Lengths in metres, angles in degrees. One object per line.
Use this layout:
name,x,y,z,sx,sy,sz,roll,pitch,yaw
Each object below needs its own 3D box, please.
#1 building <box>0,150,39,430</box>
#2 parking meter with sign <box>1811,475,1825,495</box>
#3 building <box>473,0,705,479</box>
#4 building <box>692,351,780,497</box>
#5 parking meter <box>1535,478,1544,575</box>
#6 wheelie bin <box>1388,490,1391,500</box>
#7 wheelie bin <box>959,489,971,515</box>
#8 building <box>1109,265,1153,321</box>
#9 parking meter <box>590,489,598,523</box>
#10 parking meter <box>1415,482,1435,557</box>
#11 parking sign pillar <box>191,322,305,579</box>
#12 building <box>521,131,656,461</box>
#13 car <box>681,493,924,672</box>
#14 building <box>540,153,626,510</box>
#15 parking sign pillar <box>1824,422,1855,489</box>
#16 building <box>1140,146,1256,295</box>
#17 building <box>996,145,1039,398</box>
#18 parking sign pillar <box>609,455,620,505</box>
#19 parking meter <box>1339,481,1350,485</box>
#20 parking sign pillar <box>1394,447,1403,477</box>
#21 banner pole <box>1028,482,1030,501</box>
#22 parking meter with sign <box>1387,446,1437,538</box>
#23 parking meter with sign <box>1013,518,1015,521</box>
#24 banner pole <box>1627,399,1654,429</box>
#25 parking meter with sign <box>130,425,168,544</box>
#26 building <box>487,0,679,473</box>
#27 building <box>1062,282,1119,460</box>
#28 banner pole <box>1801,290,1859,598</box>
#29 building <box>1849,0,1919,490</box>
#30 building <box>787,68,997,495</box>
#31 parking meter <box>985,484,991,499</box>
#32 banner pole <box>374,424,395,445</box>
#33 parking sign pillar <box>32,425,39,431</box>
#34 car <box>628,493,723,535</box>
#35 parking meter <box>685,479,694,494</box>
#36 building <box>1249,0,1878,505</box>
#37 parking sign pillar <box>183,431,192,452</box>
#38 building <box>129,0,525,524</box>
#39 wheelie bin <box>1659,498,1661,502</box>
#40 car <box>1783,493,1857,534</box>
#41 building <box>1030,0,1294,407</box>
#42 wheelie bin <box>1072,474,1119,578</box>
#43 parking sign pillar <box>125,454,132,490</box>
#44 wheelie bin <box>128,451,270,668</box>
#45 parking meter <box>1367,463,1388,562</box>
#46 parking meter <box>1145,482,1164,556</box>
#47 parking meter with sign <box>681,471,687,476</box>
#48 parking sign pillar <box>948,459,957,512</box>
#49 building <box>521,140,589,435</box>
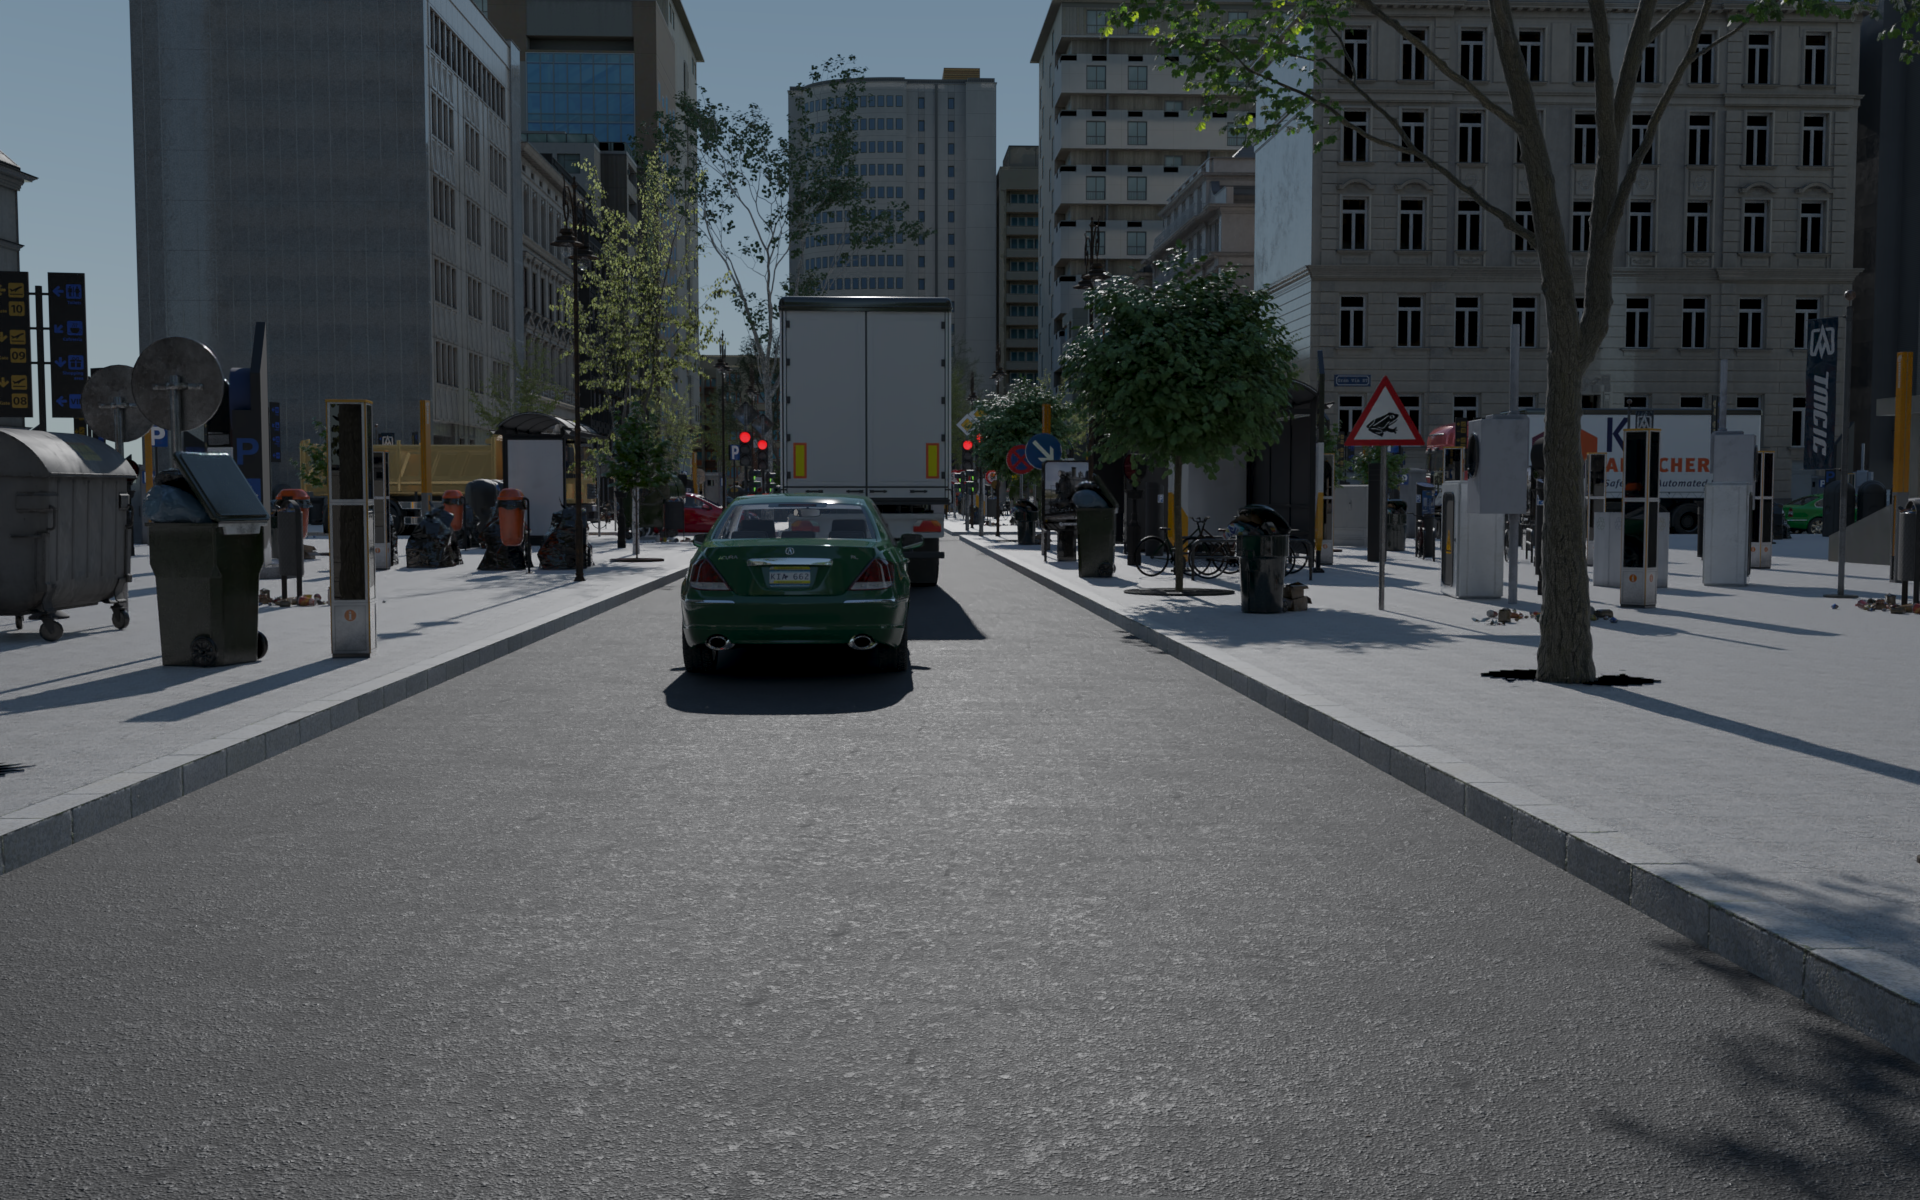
building,-53.076,-12.980,76.858,19.286,19.102,10.561,0,4,-3
parking meter with sign,34.936,-4.532,70.354,0.543,3.016,1.738,0,4,5
building,-41.692,-36.186,180.886,27.495,52.752,28.713,0,4,-3
building,-38.764,-24.493,245.505,28.899,21.520,27.650,0,4,-3
parking meter,9.314,-1.163,27.424,0.372,1.533,0.369,0,3,0
wheelie bin,12.786,-2.765,53.121,0.980,1.594,0.693,3,5,44
wheelie bin,0.382,-5.939,105.018,0.980,1.594,0.693,-1,4,-17
building,16.692,-16.052,127.071,10.561,19.102,19.286,0,4,-3
parking meter,-16.253,-4.194,76.982,0.372,1.533,0.369,0,3,0
parking meter,9.459,-1.640,35.224,0.372,1.533,0.369,0,3,0
parking sign pillar,-10.862,-2.328,26.540,1.447,3.967,1.447,-1,4,-17
building,-32.852,-22.630,141.700,14.160,30.474,14.107,0,4,-3
car,-1.373,-0.220,15.401,2.131,1.459,4.920,0,4,-2
building,-30.713,-17.806,120.805,12.332,23.373,15.834,0,4,-3
parking sign pillar,32.607,-4.635,64.255,1.447,3.967,1.447,-3,4,-37
building,19.314,-16.099,105.026,13.314,21.916,24.055,0,4,-3
building,15.291,-37.926,243.795,21.600,48.544,21.300,0,4,-3
parking sign pillar,-19.767,-6.835,100.219,1.447,3.967,1.447,-3,5,-44
parking meter,15.861,-4.018,71.408,0.399,1.863,0.255,3,5,40
parking sign pillar,17.070,-4.936,69.178,1.447,3.967,1.447,-2,4,-32
banner pole,2.572,-4.385,61.708,0.401,3.779,0.863,-2,4,-31
parking meter with sign,13.218,-3.314,50.447,1.738,3.016,0.543,-2,4,-29
parking meter with sign,3.161,-4.860,75.715,1.738,3.016,0.543,0,4,-4
banner pole,17.871,-3.407,45.723,0.863,3.779,0.401,1,4,9
parking meter with sign,-20.977,-2.953,44.545,1.738,3.016,0.543,3,5,43
building,-33.133,-30.909,155.475,14.600,45.320,14.200,0,4,-3
building,24.540,-19.027,156.127,27.650,21.520,28.899,0,4,-3
banner pole,10.839,-1.930,21.579,0.401,3.779,0.863,-1,4,-21
building,52.284,-17.697,82.845,24.014,27.812,14.314,0,4,-3
building,-9.637,-42.840,242.425,28.212,58.520,21.231,0,4,-3
parking meter,1.592,-5.821,100.890,0.255,1.863,0.399,-3,5,-42
banner pole,-20.648,-4.407,62.072,0.863,3.779,0.401,-1,4,-22
parking sign pillar,-35.450,-4.721,65.661,1.447,3.967,1.447,2,4,26
car,-8.564,-2.819,55.133,4.494,1.783,2.155,0,4,-3
parking meter,-9.804,-3.477,62.559,0.399,1.863,0.255,-1,4,-19
building,26.991,-17.359,81.076,25.104,27.353,12.463,0,4,-3
parking sign pillar,-31.487,-5.103,71.913,1.447,3.967,1.447,-2,4,-30
building,-28.884,-16.173,82.450,12.078,24.808,19.932,0,4,-3
wheelie bin,19.880,-2.598,50.391,0.980,1.594,0.693,-3,4,-39
car,29.390,-2.977,57.473,4.718,1.807,1.959,0,4,-1
building,22.858,-36.332,183.269,28.713,52.752,27.495,0,4,-3
wheelie bin,2.094,-1.153,26.756,0.693,1.594,0.980,1,4,9
parking sign pillar,-56.192,-7.810,116.166,1.447,3.967,1.447,2,4,27
wheelie bin,-5.699,-0.314,13.048,0.693,1.594,0.980,1,4,13
parking meter,7.938,-1.663,32.909,0.255,1.863,0.399,3,4,38
parking meter,4.024,-1.676,35.806,0.372,1.533,0.369,0,3,0
parking meter with sign,-20.222,-8.221,130.674,1.738,3.016,0.543,3,4,38
parking sign pillar,-0.930,-8.506,127.550,1.447,3.967,1.447,-2,4,-24
building,-29.098,-16.749,102.731,11.050,23.489,19.941,0,4,-3
